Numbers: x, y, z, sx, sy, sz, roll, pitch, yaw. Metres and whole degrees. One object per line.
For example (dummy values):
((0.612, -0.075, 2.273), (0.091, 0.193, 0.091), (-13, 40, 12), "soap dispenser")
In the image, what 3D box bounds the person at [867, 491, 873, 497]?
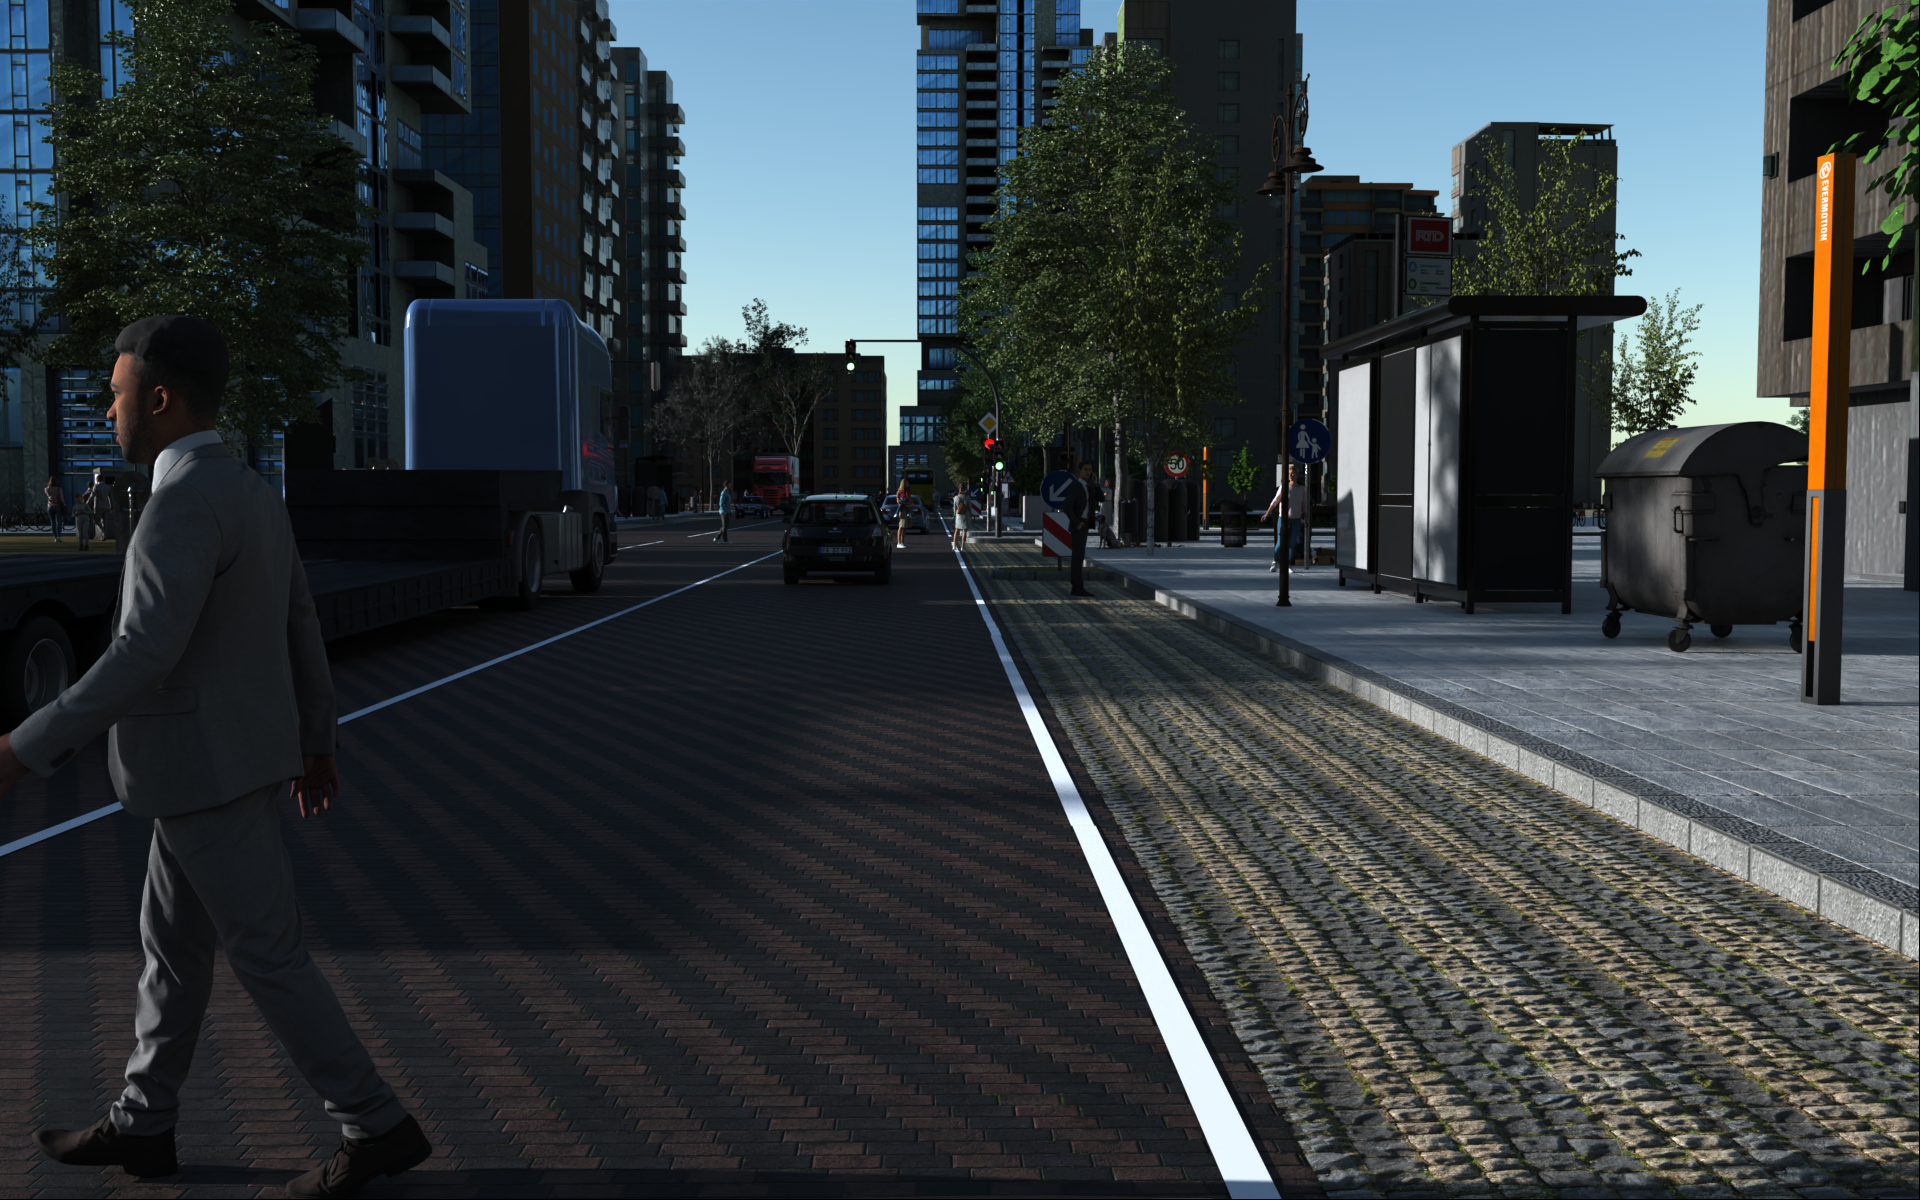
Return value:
((-9.107, -9.997, 172.464), (1.217, 1.766, 0.721), (2, 4, 30), "person")

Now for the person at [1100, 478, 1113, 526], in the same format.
((4.359, -2.718, 51.050), (0.480, 1.755, 0.524), (-3, 4, -37), "person")

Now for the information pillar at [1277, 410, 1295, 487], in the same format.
((9.078, -3.480, 48.254), (0.504, 3.616, 0.183), (2, 4, 27), "information pillar")

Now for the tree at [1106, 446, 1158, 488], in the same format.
((11.374, -8.040, 115.174), (4.285, 4.588, 4.351), (0, 3, 0), "tree")

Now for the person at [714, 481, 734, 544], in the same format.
((-6.818, -2.534, 49.955), (0.620, 1.820, 0.660), (0, 4, 0), "person")

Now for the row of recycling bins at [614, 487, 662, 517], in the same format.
((-18.483, -5.533, 97.579), (3.534, 1.692, 1.069), (0, 4, -3), "row of recycling bins")

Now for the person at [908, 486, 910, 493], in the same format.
((-2.710, -4.975, 89.831), (0.713, 1.824, 0.794), (0, 4, -6), "person")

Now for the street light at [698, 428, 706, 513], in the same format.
((-17.726, -8.960, 119.278), (0.468, 5.910, 1.993), (0, 4, -1), "street light")

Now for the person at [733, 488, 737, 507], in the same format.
((-21.707, -9.871, 167.432), (0.705, 1.824, 1.348), (0, 4, 2), "person")

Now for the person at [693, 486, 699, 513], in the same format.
((-17.914, -6.821, 117.573), (0.388, 1.821, 0.555), (0, 4, 8), "person")

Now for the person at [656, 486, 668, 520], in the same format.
((-15.333, -4.925, 88.883), (0.748, 1.841, 0.638), (-2, 4, -34), "person")

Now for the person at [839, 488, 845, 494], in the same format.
((-6.817, -5.562, 99.671), (0.478, 1.798, 0.641), (1, 4, 15), "person")

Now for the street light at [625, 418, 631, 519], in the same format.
((-17.246, -7.129, 89.341), (0.468, 5.910, 1.993), (0, 4, -1), "street light")

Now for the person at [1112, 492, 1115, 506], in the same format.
((12.083, -7.727, 135.634), (1.065, 1.426, 0.557), (0, 4, -1), "person")

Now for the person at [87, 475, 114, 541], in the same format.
((-23.527, -2.521, 47.375), (0.853, 1.813, 0.709), (1, 4, 21), "person")

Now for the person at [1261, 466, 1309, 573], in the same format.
((5.260, -1.318, 28.262), (0.731, 1.740, 0.598), (-1, 4, -15), "person")

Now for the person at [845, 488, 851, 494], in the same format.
((-8.006, -6.981, 122.553), (0.656, 1.842, 0.836), (-3, 4, -36), "person")

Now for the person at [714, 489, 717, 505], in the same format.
((-29.348, -12.360, 208.065), (0.705, 1.831, 1.348), (-1, 4, -15), "person")

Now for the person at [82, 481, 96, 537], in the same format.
((-27.268, -2.805, 54.333), (0.622, 1.834, 0.822), (2, 4, 23), "person")

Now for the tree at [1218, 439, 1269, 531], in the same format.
((10.125, -4.072, 61.185), (1.663, 3.219, 1.824), (0, 3, 0), "tree")

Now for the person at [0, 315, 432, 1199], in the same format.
((-1.523, 0.320, 3.542), (0.850, 1.792, 0.678), (0, 4, -6), "person")

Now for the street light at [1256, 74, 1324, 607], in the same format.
((3.707, -2.866, 19.650), (0.468, 5.910, 1.993), (0, 4, -1), "street light")

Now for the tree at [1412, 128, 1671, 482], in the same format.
((11.227, -5.134, 34.309), (4.737, 8.622, 4.395), (0, 3, 0), "tree")

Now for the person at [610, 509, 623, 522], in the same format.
((-9.175, -2.207, 45.260), (0.731, 1.740, 0.598), (0, 4, -6), "person")

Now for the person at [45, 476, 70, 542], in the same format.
((-24.110, -2.420, 46.201), (0.593, 1.750, 0.643), (0, 4, -6), "person")

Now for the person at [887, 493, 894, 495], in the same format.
((-4.494, -6.341, 112.363), (0.721, 1.800, 0.419), (-3, 4, -38), "person")

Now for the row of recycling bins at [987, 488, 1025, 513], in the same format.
((3.138, -6.769, 117.782), (1.069, 1.692, 3.534), (-3, 5, -42), "row of recycling bins")

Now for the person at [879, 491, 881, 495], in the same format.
((-9.441, -11.996, 205.187), (0.990, 1.755, 0.434), (-3, 4, -36), "person")

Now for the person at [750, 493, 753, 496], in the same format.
((-25.056, -12.189, 208.557), (0.991, 1.433, 0.599), (-1, 4, -15), "person")

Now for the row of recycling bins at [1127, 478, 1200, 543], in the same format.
((5.433, -2.437, 46.955), (1.069, 1.692, 3.534), (3, 4, 38), "row of recycling bins")

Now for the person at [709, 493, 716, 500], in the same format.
((-25.623, -10.417, 179.545), (0.799, 1.438, 0.628), (0, 4, 2), "person")

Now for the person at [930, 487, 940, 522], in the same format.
((-1.309, -4.824, 87.566), (0.606, 1.804, 0.583), (3, 5, 43), "person")

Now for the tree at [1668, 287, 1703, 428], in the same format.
((24.772, -6.851, 62.383), (4.737, 8.622, 4.395), (0, 3, 0), "tree")

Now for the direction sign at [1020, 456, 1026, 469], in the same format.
((3.990, -6.741, 102.212), (0.876, 3.537, 0.379), (0, 4, -1), "direction sign")

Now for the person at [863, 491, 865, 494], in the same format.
((-10.413, -10.902, 187.464), (1.217, 1.736, 0.721), (-2, 4, -30), "person")

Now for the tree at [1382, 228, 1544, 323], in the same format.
((13.787, -5.951, 47.663), (4.360, 8.622, 3.978), (0, 3, 0), "tree")

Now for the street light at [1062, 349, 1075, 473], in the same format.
((3.179, -4.747, 50.394), (0.468, 5.910, 1.993), (0, 4, -1), "street light")

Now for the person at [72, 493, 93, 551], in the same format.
((-19.932, -1.775, 39.338), (0.425, 1.301, 0.394), (-2, 4, -27), "person")

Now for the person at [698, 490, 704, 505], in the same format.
((-30.598, -12.106, 204.530), (0.434, 1.755, 0.990), (3, 5, 41), "person")

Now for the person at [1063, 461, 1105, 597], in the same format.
((1.758, -1.007, 24.321), (0.474, 1.900, 0.648), (1, 4, 22), "person")

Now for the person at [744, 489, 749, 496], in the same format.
((-25.171, -12.114, 203.970), (0.709, 1.838, 0.599), (0, 4, 5), "person")

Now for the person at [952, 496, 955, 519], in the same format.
((-0.212, -5.355, 100.309), (0.590, 1.304, 0.306), (-1, 4, -20), "person")

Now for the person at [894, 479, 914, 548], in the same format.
((-1.494, -2.310, 46.250), (0.573, 1.828, 0.580), (-1, 4, -18), "person")

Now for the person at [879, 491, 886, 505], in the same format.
((-7.739, -10.067, 173.648), (0.990, 1.755, 0.434), (-3, 5, -39), "person")

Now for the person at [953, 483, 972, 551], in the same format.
((0.054, -2.110, 44.000), (0.512, 1.701, 0.522), (0, 4, 5), "person")

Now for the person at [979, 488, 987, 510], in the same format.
((1.762, -8.390, 143.318), (1.348, 1.812, 0.705), (-1, 4, -22), "person")

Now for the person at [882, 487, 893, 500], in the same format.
((-3.534, -4.665, 84.949), (0.590, 1.801, 0.661), (0, 4, -7), "person")
